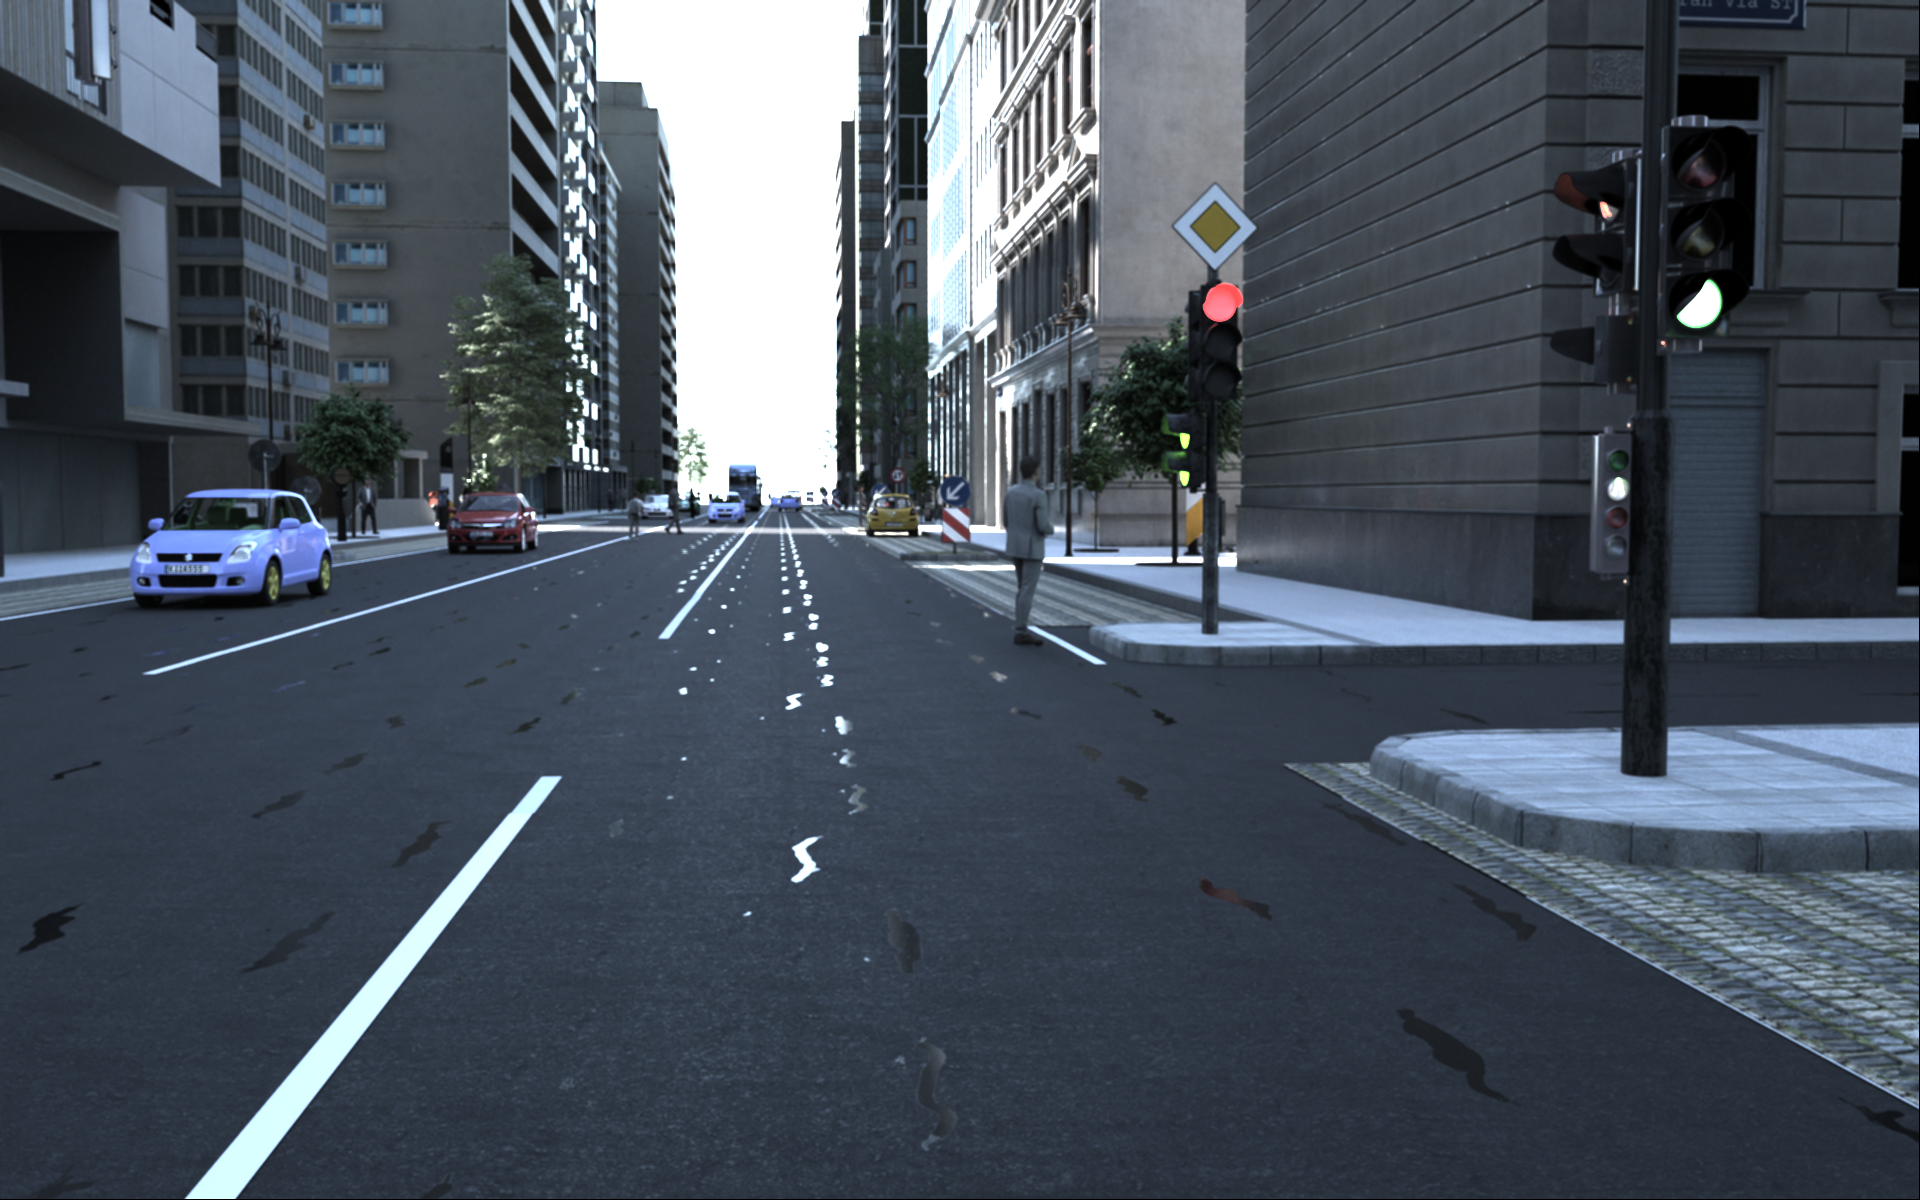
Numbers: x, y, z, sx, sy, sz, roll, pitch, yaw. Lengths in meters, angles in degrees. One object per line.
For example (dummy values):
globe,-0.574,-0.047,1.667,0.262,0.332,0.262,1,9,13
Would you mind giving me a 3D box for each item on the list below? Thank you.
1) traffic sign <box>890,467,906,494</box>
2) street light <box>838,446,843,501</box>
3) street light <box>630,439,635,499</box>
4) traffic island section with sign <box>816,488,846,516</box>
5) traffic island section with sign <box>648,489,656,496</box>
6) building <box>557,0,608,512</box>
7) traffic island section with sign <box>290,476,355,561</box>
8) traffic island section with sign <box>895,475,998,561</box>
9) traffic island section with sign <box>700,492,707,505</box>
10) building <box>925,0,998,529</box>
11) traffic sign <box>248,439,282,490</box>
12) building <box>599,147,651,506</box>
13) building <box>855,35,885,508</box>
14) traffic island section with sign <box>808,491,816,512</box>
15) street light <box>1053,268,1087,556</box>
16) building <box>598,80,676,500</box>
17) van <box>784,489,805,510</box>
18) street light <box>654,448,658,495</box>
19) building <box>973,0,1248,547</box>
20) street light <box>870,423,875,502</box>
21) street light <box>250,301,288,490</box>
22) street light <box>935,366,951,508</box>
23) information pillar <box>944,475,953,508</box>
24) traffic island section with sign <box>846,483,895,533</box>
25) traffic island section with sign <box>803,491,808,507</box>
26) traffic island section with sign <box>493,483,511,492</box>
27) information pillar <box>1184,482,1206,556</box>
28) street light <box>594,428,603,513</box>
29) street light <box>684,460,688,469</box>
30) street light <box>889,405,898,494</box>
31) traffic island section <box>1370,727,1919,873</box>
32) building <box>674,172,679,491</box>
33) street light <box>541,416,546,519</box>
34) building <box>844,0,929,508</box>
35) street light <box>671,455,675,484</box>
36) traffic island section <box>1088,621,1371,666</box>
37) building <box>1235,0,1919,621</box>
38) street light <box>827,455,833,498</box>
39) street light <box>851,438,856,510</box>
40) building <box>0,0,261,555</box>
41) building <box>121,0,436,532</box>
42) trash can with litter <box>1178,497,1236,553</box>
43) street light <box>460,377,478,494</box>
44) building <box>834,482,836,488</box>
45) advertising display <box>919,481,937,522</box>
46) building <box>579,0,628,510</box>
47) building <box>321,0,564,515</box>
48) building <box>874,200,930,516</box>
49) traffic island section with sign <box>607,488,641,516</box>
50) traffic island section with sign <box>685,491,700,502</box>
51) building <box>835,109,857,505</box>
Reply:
traffic sign,-2.963,-5.039,82.489,0.768,2.556,0.104,0,4,3
street light,-11.471,-11.850,166.539,0.468,5.910,1.993,0,4,-6
street light,-27.536,-10.586,145.874,0.468,5.910,1.993,0,4,-6
traffic island section with sign,-8.402,-6.519,115.213,1.989,1.847,2.006,0,4,-6
traffic island section with sign,-24.982,-8.083,140.780,1.989,1.847,2.006,0,4,-6
building,-38.507,-30.897,124.777,23.786,49.044,30.456,0,4,-6
traffic island section with sign,-14.136,-1.746,37.170,1.989,1.847,2.006,0,4,-6
traffic island section with sign,-0.282,-1.769,37.552,1.989,1.847,2.006,0,4,-6
traffic island section with sign,-33.565,-13.104,222.880,1.989,1.847,2.006,0,4,-6
building,5.237,-18.296,76.625,11.434,29.767,29.804,0,4,-6
traffic sign,-16.150,-2.456,40.257,0.768,2.556,0.104,0,4,-1
building,-49.104,-30.016,182.636,32.217,40.220,23.993,0,4,-6
building,-2.583,-29.072,158.915,14.154,41.232,14.086,0,4,-6
traffic island section with sign,-11.209,-8.159,142.022,1.989,1.847,2.006,0,4,-6
street light,2.241,-3.836,35.504,0.468,5.910,1.993,0,4,-6
building,-45.866,-35.655,206.663,21.300,48.544,21.600,0,4,-6
van,-14.993,-9.104,155.856,2.013,2.044,4.112,0,4,-5
street light,-30.671,-12.351,174.725,0.468,5.910,1.993,0,4,-6
building,7.302,-13.170,51.490,11.583,22.565,21.152,0,4,-6
street light,-5.718,-8.506,111.853,0.468,5.910,1.993,0,4,-6
street light,-16.565,-4.211,41.645,0.468,5.910,1.993,0,4,-6
street light,-0.603,-5.495,62.629,0.468,5.910,1.993,0,4,-6
information pillar,-0.466,-3.841,67.291,0.304,2.012,0.304,-3,5,-39
traffic island section with sign,-3.125,-3.433,64.765,1.989,1.847,2.006,0,4,-6
traffic island section with sign,-17.018,-11.552,197.494,1.989,1.847,2.006,0,4,-6
traffic island section with sign,-16.951,-3.389,64.042,1.989,1.847,2.006,0,4,-6
information pillar,4.946,-2.738,36.116,0.504,3.616,0.183,2,4,28
street light,-24.638,-8.888,118.114,0.468,5.910,1.993,0,4,-6
street light,-36.346,-15.714,229.717,0.468,5.910,1.993,0,4,-6
street light,-3.434,-7.154,89.755,0.468,5.910,1.993,0,4,-6
traffic island section,3.150,0.875,7.973,2.009,0.180,2.903,0,4,-6
building,-48.703,-37.001,228.671,21.300,48.544,21.600,0,4,-6
street light,-21.745,-7.199,90.495,0.468,5.910,1.993,0,4,-6
building,-2.464,-46.218,193.912,20.563,71.187,20.611,0,4,-6
street light,-33.463,-14.026,202.116,0.468,5.910,1.993,0,4,-6
traffic island section,2.319,0.389,15.915,2.009,0.180,2.903,0,4,-6
building,17.252,-13.839,23.528,25.104,27.353,12.463,0,4,-6
street light,-14.332,-13.567,194.603,0.468,5.910,1.993,0,4,-6
street light,-8.556,-10.165,138.978,0.468,5.910,1.993,0,4,-6
building,-30.005,-26.871,28.580,28.713,52.752,27.495,0,4,-6
building,-37.059,-22.643,62.091,32.217,40.220,23.993,0,4,-6
trash can with litter,5.707,-1.686,38.617,1.678,1.210,2.233,0,4,5
street light,-19.466,-5.870,68.764,0.468,5.910,1.993,0,4,-6
building,-1.145,-33.466,239.055,32.217,40.220,23.993,0,4,-6
advertising display,-1.467,-4.570,79.929,0.974,1.923,0.123,3,5,39
building,-39.873,-43.512,149.668,20.563,71.187,20.611,0,4,-6
building,-34.853,-29.005,97.928,21.300,48.544,21.600,0,4,-6
building,8.764,-16.685,117.837,27.650,21.520,28.899,0,4,-6
traffic island section with sign,-22.168,-6.443,113.972,1.989,1.847,2.006,0,4,-6
traffic island section with sign,-30.768,-11.464,196.070,1.989,1.847,2.006,0,4,-6
building,-4.502,-36.200,215.573,21.300,48.544,21.600,0,4,-6
